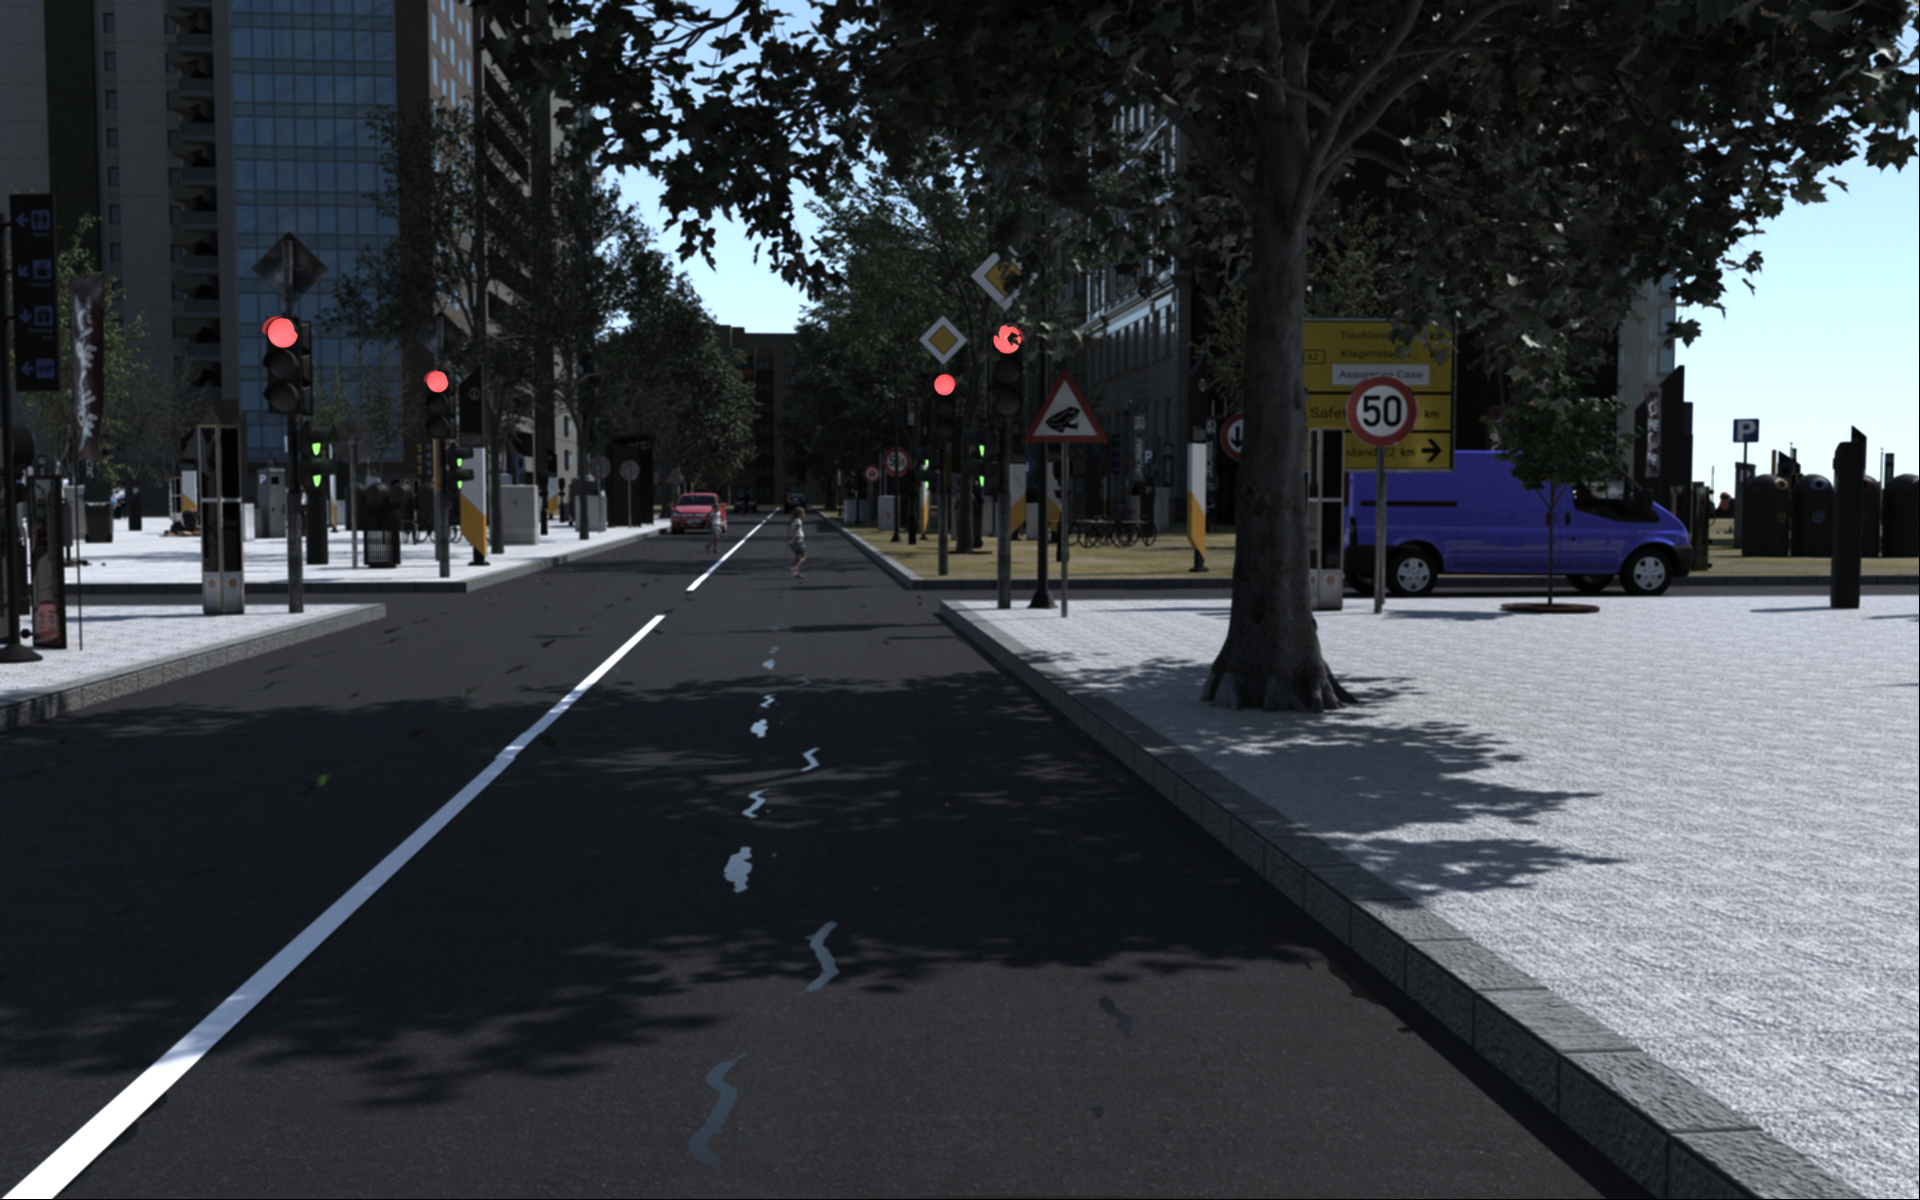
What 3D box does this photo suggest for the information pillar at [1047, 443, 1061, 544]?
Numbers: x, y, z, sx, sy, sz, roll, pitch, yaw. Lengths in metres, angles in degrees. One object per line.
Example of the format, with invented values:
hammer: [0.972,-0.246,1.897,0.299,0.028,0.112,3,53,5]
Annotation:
information pillar: [2.380,-3.272,44.856,0.504,3.616,0.183,-1,4,-13]

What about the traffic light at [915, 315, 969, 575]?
traffic light: [-0.284,-2.346,27.271,0.839,4.253,0.868,0,4,-5]

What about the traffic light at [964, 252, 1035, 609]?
traffic light: [0.477,-1.859,19.322,0.839,4.253,0.868,0,4,-5]

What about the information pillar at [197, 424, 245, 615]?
information pillar: [-7.857,-0.852,18.427,0.304,2.012,0.304,2,4,26]

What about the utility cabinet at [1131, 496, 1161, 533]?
utility cabinet: [6.112,-2.801,56.959,1.020,1.237,0.306,-2,4,-31]

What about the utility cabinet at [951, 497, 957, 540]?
utility cabinet: [-0.042,-2.273,48.317,0.306,1.237,1.020,1,4,9]

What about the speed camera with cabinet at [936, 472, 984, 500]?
speed camera with cabinet: [0.019,-4.786,72.582,2.038,3.252,0.660,-2,4,-27]

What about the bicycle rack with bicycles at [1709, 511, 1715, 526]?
bicycle rack with bicycles: [28.272,-3.359,68.296,2.925,0.926,2.852,3,5,40]

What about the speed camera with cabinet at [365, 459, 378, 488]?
speed camera with cabinet: [-29.533,-5.685,87.279,0.660,3.252,2.038,-2,4,-24]

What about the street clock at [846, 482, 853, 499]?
street clock: [-6.057,-5.552,95.343,0.358,2.002,0.471,-3,5,-39]

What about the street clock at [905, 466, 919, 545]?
street clock: [-1.212,-2.416,44.066,0.358,2.002,0.471,0,4,4]

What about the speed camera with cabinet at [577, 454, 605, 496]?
speed camera with cabinet: [-17.960,-5.561,85.266,0.660,3.252,2.038,2,4,28]

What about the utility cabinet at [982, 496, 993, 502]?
utility cabinet: [0.568,-2.837,57.540,1.020,1.237,0.306,1,4,16]

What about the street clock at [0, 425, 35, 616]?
street clock: [-9.997,-0.839,18.291,0.471,2.002,0.358,2,4,29]

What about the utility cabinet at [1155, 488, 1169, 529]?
utility cabinet: [7.207,-3.357,63.571,0.318,1.500,1.173,-2,4,-27]

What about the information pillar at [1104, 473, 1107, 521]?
information pillar: [6.764,-5.595,82.826,0.504,3.616,0.183,0,4,-2]

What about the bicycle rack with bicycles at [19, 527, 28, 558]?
bicycle rack with bicycles: [-20.061,-1.308,34.771,2.852,0.926,2.925,-3,4,-38]

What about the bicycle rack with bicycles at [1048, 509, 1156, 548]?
bicycle rack with bicycles: [3.559,-1.775,42.412,2.925,0.926,2.852,-2,4,-27]

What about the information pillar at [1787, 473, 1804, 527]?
information pillar: [29.845,-3.505,61.805,0.304,2.012,0.304,-1,4,-16]

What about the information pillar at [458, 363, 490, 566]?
information pillar: [-8.723,-2.427,31.043,0.504,3.616,0.183,1,4,16]

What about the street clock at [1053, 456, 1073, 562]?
street clock: [1.956,-1.733,32.911,0.358,2.002,0.471,2,4,26]

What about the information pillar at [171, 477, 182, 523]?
information pillar: [-34.684,-4.416,76.697,0.304,2.012,0.304,3,5,39]

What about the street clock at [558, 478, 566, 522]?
street clock: [-17.984,-4.505,78.229,0.358,2.002,0.471,-1,4,-21]

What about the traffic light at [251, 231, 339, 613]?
traffic light: [-7.148,-1.814,18.579,0.839,4.253,0.868,0,4,-5]

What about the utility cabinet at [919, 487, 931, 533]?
utility cabinet: [-1.137,-2.949,56.894,0.318,1.500,1.173,0,4,3]

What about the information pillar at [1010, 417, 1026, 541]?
information pillar: [1.577,-3.447,47.709,0.504,3.616,0.183,-2,4,-31]

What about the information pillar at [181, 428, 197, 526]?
information pillar: [-27.295,-4.281,61.349,0.504,3.616,0.183,0,4,-2]

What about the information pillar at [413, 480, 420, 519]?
information pillar: [-28.013,-5.189,89.331,0.304,2.012,0.304,-1,4,-10]

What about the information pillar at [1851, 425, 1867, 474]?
information pillar: [30.284,-4.104,58.453,0.504,3.616,0.183,3,5,41]

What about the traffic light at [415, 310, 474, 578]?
traffic light: [-7.909,-2.300,26.528,0.839,4.253,0.868,0,4,-5]

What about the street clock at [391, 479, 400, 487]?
street clock: [-27.851,-4.954,85.569,0.471,2.002,0.358,-2,4,-29]

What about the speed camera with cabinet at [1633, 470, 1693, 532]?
speed camera with cabinet: [24.109,-3.972,59.281,2.038,3.252,0.660,-1,4,-11]

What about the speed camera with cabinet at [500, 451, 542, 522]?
speed camera with cabinet: [-20.159,-5.188,79.162,2.038,3.252,0.660,-2,4,-26]

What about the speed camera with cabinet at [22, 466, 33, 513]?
speed camera with cabinet: [-31.601,-3.854,57.341,2.038,3.252,0.660,2,4,26]

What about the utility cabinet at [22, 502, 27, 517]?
utility cabinet: [-50.933,-5.233,94.233,0.318,1.500,1.173,1,4,16]

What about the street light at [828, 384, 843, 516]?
street light: [-4.894,-6.181,73.596,1.470,5.913,1.316,0,4,-5]

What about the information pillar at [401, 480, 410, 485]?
information pillar: [-28.897,-5.247,90.282,0.304,2.012,0.304,2,4,25]

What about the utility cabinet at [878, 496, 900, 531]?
utility cabinet: [-2.518,-3.054,61.087,0.306,1.237,1.020,-3,4,-36]

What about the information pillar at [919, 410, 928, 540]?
information pillar: [-1.000,-3.497,48.526,0.183,3.616,0.504,1,4,13]

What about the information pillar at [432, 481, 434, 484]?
information pillar: [-29.006,-5.591,95.899,0.304,2.012,0.304,3,5,39]

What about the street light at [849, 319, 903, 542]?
street light: [-2.235,-4.500,46.124,1.470,5.913,1.316,0,4,-5]

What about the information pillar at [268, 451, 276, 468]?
information pillar: [-37.605,-6.322,94.724,0.504,3.616,0.183,1,4,22]

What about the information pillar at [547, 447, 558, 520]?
information pillar: [-20.172,-5.768,85.654,0.504,3.616,0.183,-1,4,-15]

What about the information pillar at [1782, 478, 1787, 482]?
information pillar: [38.303,-4.647,80.475,0.304,2.012,0.304,2,4,28]

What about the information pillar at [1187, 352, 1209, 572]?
information pillar: [3.893,-2.266,28.403,0.183,3.616,0.504,3,4,37]

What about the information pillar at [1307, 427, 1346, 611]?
information pillar: [4.031,-0.893,19.099,0.304,2.012,0.304,-1,4,-14]

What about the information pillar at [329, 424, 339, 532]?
information pillar: [-21.010,-4.077,58.020,0.183,3.616,0.504,-2,4,-32]

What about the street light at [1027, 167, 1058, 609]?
street light: [0.392,-2.860,19.302,1.470,5.913,1.316,0,4,-5]

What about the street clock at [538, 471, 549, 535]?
street clock: [-13.058,-3.043,54.320,0.358,2.002,0.471,-2,4,-25]

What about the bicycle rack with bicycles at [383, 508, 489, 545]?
bicycle rack with bicycles: [-13.713,-1.940,45.104,2.852,0.926,2.925,-3,5,-41]
